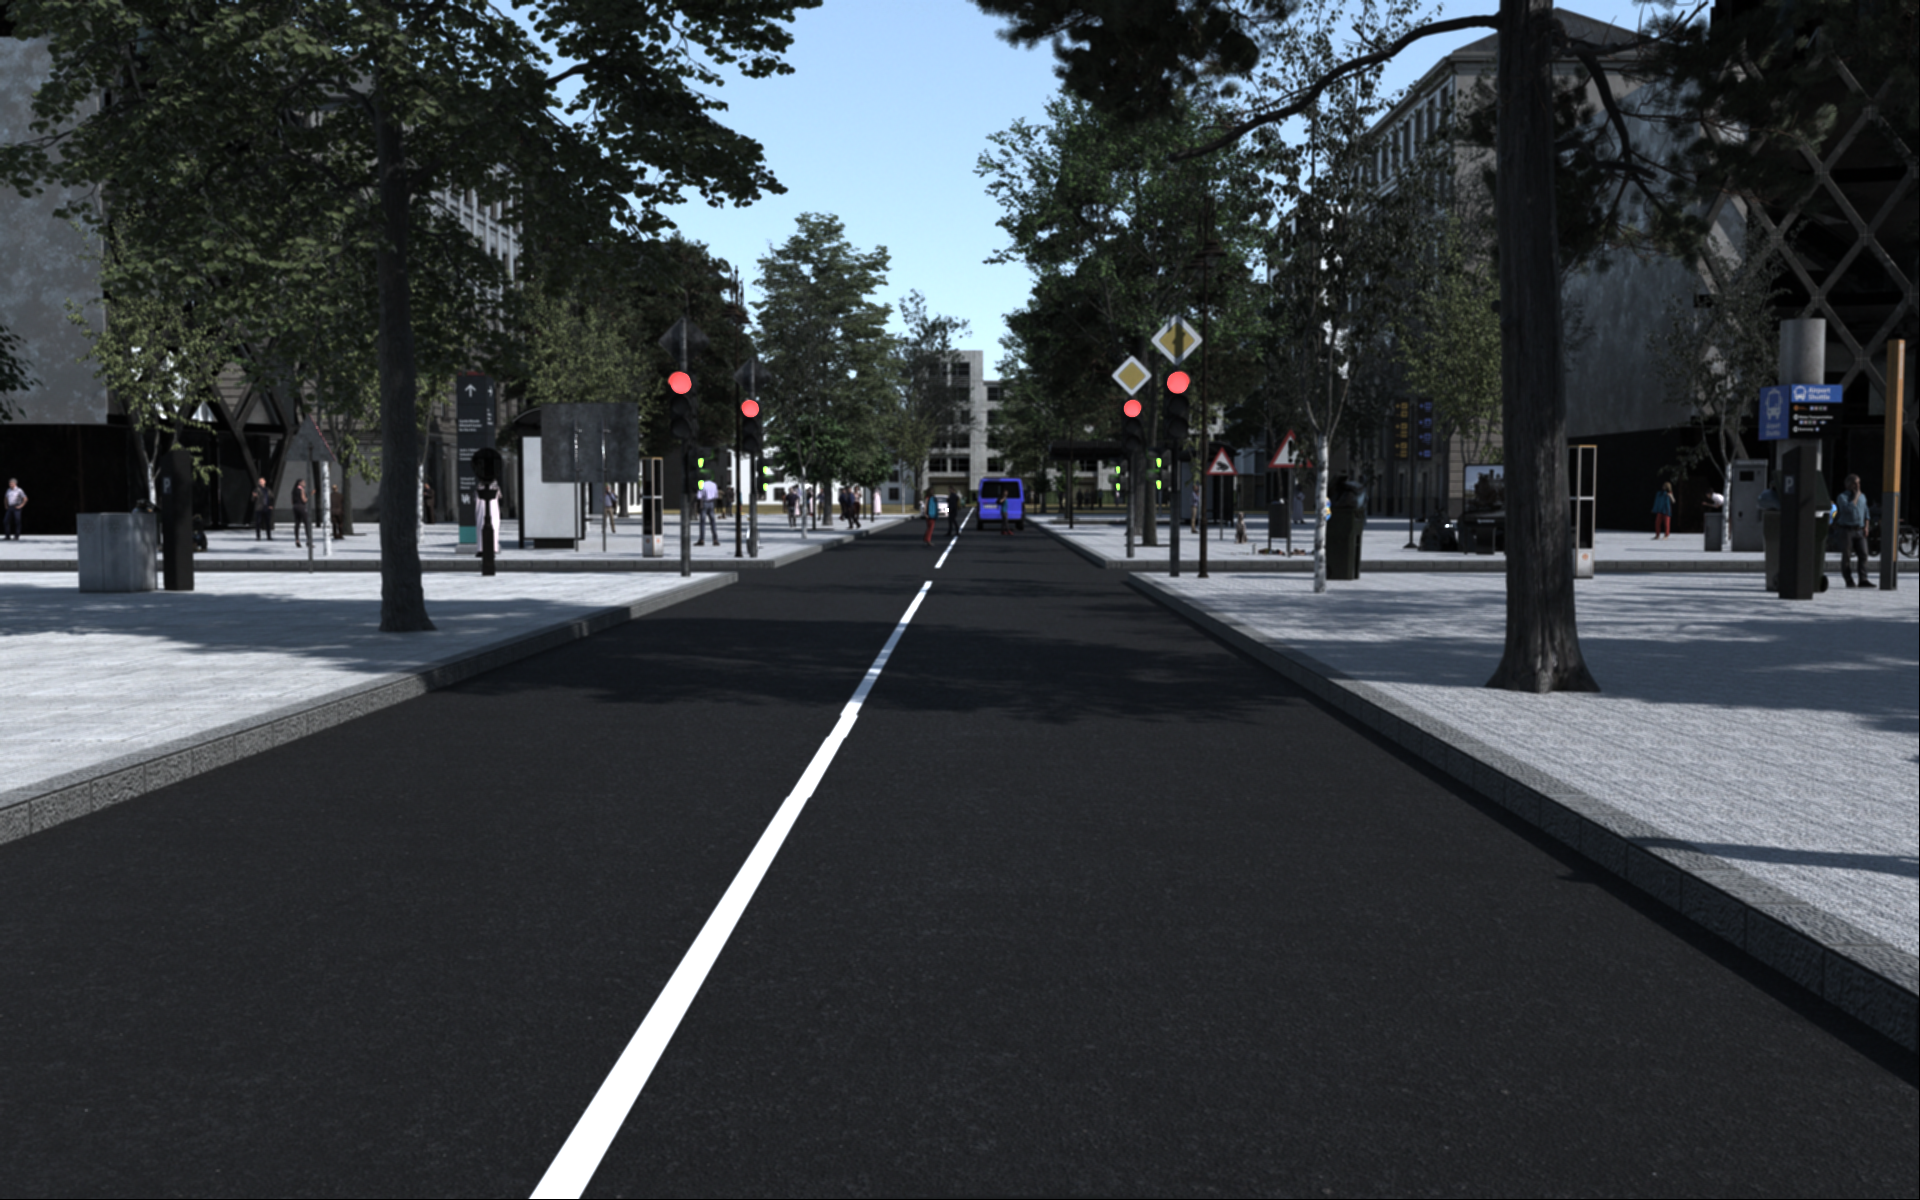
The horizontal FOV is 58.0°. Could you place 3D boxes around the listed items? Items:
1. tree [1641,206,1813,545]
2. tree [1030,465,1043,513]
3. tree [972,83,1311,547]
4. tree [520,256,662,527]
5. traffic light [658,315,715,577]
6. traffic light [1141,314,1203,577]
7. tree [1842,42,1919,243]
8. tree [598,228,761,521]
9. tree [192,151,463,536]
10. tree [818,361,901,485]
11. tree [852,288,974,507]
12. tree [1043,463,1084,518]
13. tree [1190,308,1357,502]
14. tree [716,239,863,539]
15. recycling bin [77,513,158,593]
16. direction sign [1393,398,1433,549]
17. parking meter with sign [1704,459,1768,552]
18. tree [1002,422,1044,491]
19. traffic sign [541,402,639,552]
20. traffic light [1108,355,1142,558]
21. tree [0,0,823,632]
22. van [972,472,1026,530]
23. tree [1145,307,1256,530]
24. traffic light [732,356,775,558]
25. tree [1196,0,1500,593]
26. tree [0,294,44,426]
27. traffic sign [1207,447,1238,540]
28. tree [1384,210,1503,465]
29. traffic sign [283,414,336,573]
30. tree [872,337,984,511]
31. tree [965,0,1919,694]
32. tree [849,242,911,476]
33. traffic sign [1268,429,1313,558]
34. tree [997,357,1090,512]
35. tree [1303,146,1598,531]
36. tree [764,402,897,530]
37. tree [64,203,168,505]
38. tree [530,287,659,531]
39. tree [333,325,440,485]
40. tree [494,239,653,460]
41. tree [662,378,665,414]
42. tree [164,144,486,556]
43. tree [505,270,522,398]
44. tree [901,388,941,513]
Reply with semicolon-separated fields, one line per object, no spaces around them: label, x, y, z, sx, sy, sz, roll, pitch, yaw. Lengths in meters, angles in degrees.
tree;19.477;-5.723;43.941;4.360;8.622;3.978;0;3;0
tree;5.471;-7.462;116.610;1.663;3.219;1.824;0;3;0
tree;4.473;-7.107;41.951;9.928;11.665;9.643;0;3;0
tree;-12.128;-6.285;53.127;4.737;8.622;4.395;0;3;0
traffic light;-4.251;-2.300;26.842;0.839;4.213;0.868;0;4;1
traffic light;3.310;-2.295;26.764;0.839;4.213;0.868;0;4;1
tree;11.795;-4.956;15.446;7.601;10.594;8.767;0;4;5
tree;-12.789;-10.678;82.006;7.806;13.903;7.818;0;3;0
tree;-19.085;-7.793;53.167;9.928;11.665;9.643;0;3;0
tree;-6.013;-8.818;94.542;4.737;8.622;4.395;0;3;0
tree;-4.675;-18.754;162.511;12.611;20.169;13.585;0;3;0
tree;5.761;-6.142;95.028;1.663;3.219;1.824;0;3;0
tree;15.969;-9.307;86.577;8.767;10.594;7.601;-1;4;-23
tree;-4.609;-6.063;49.485;4.360;8.622;3.978;0;3;0
recycling bin;-11.095;-0.628;22.816;0.722;1.027;0.722;0;4;3
direction sign;10.648;-2.983;40.775;0.876;3.537;0.379;1;4;9
parking meter with sign;17.455;-2.574;38.347;1.738;3.016;0.543;1;4;19
tree;5.812;-13.035;163.486;4.737;8.622;4.395;0;3;0
traffic sign;-8.233;-2.730;38.504;2.265;3.308;0.079;1;4;9
traffic light;3.410;-2.783;34.748;0.839;4.213;0.868;0;4;1
tree;-5.124;-5.956;15.503;7.486;12.596;7.792;0;3;0
van;1.605;-4.005;69.865;2.240;2.365;5.245;0;4;0
tree;8.249;-6.756;60.829;4.737;8.622;4.395;0;3;0
traffic light;-4.151;-2.788;34.827;0.839;4.213;0.868;0;4;1
tree;4.896;-4.400;22.305;4.360;8.622;3.978;0;3;0
tree;-12.382;-2.213;19.896;4.285;4.588;4.351;0;3;0
traffic sign;7.243;-2.932;47.948;0.884;2.594;0.081;1;4;8
tree;12.980;-5.735;44.128;4.737;8.622;4.395;0;3;0
traffic sign;-10.507;-1.710;27.962;0.884;2.594;0.081;0;4;6
tree;-3.352;-13.768;135.472;12.009;13.543;11.850;0;3;0
tree;3.620;-6.350;11.252;7.806;13.903;7.818;0;3;0
tree;-5.650;-9.317;70.464;7.486;12.596;7.792;0;3;0
traffic sign;6.643;-2.133;34.875;0.884;2.594;0.081;0;4;8
tree;6.326;-12.516;122.755;7.486;12.596;7.792;0;3;0
tree;17.194;-9.206;60.880;12.009;13.543;11.850;0;3;0
tree;-5.121;-4.762;61.577;4.285;4.588;4.351;0;3;0
tree;-20.463;-5.717;43.835;4.737;8.622;4.395;0;3;0
tree;-12.789;-6.721;60.250;4.360;8.622;3.978;0;3;0
tree;-21.079;-6.952;64.023;4.360;8.622;3.978;0;3;0
tree;-16.511;-9.231;72.987;6.751;12.117;7.091;0;3;0
tree;-13.502;-7.094;66.357;4.737;8.622;4.395;0;3;0
tree;-12.940;-5.229;35.856;4.737;8.622;4.395;0;3;0
tree;-14.214;-5.797;45.143;4.737;8.622;4.395;0;3;0
tree;-3.657;-10.271;118.297;4.737;8.622;4.395;0;3;0
